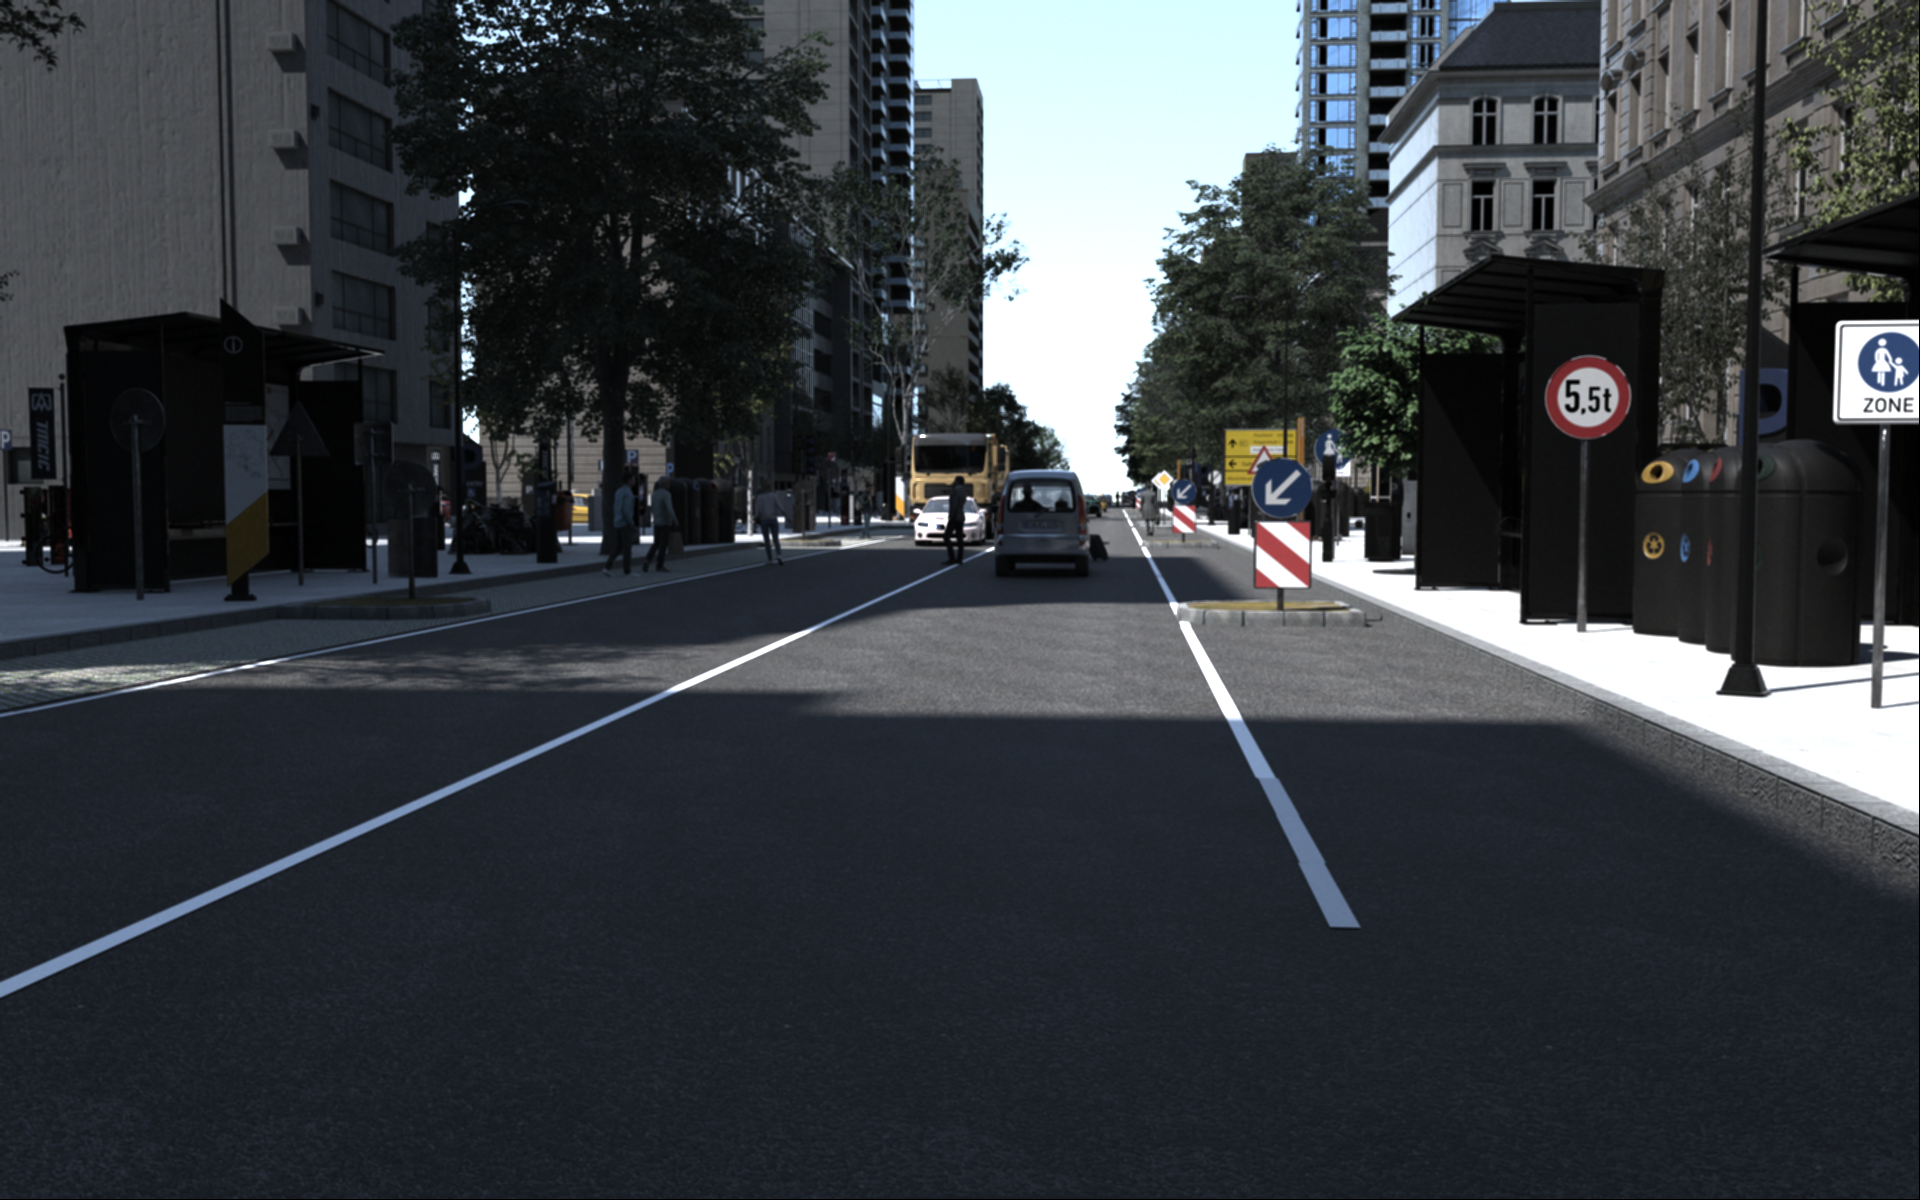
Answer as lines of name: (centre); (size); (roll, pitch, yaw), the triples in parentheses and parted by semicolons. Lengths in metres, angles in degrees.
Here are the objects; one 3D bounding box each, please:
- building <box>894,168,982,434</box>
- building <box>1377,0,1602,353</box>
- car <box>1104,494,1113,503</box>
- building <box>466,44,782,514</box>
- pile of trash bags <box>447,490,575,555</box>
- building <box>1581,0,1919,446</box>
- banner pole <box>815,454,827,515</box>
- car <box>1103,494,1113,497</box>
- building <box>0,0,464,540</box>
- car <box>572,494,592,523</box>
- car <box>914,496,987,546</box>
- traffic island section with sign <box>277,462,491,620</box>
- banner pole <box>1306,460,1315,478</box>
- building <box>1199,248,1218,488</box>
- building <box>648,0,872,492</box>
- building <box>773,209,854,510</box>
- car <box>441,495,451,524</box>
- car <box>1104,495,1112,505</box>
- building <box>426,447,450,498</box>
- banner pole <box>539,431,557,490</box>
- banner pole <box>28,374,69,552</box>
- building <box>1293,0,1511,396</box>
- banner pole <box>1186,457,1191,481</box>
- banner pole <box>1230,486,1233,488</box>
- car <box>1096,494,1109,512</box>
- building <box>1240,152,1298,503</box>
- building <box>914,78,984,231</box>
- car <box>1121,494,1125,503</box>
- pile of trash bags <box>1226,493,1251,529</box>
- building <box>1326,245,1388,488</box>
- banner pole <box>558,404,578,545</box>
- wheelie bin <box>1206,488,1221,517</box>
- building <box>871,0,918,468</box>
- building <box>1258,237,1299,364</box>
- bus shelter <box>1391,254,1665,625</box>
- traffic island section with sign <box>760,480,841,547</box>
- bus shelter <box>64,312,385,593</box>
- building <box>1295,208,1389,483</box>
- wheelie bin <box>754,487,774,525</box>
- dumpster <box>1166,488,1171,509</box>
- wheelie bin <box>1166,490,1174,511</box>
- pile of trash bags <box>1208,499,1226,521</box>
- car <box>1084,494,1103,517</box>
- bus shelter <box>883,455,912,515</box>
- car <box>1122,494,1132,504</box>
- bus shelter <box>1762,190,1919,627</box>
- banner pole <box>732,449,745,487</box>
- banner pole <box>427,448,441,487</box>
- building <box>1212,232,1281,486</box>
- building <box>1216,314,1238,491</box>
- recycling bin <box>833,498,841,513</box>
building: (-8.506, -38.980, 261.029); (21.300, 48.544, 21.600); (0, 4, 5)
building: (46.209, -19.412, 93.796); (44.131, 29.872, 17.030); (0, 4, 5)
car: (24.810, -17.211, 291.618); (2.015, 1.641, 3.980); (0, 4, 6)
building: (-19.096, -18.764, 104.056); (12.463, 27.353, 25.104); (0, 4, 5)
pile of trash bags: (-9.614, -1.742, 38.236); (1.912, 1.369, 3.447); (1, 4, 21)
building: (25.758, -15.162, 45.169); (12.463, 27.353, 25.104); (0, 4, 5)
banner pole: (-8.684, -7.190, 107.571); (0.863, 3.779, 0.401); (0, 4, -3)
car: (25.577, -17.861, 301.067); (2.155, 1.783, 4.494); (0, 4, 5)
building: (-23.935, -17.272, 54.093); (14.107, 30.474, 14.160); (0, 4, 5)
car: (-16.679, -4.116, 77.512); (3.980, 1.641, 2.015); (0, 4, 7)
car: (-0.242, -2.265, 49.392); (2.083, 1.381, 4.827); (0, 4, 3)
traffic island section with sign: (-6.707, -0.729, 20.554); (1.989, 1.847, 2.006); (0, 4, 5)
banner pole: (24.611, -8.042, 121.497); (0.863, 3.779, 0.401); (0, 4, 7)
building: (49.092, -39.940, 303.133); (14.600, 45.320, 14.200); (0, 4, 5)
building: (-17.014, -44.497, 165.777); (20.563, 71.187, 20.611); (0, 4, 5)
building: (-17.243, -19.116, 131.611); (14.314, 24.678, 30.058); (0, 4, 5)
car: (-24.772, -4.195, 77.635); (4.494, 1.783, 2.155); (0, 4, 6)
car: (18.582, -12.936, 223.859); (2.083, 1.381, 4.827); (0, 4, 3)
building: (-41.156, -17.210, 99.412); (19.932, 24.808, 12.078); (0, 4, 5)
banner pole: (-14.087, -4.246, 59.445); (0.863, 3.779, 0.401); (1, 4, 15)
banner pole: (-18.875, -2.813, 36.013); (0.863, 3.779, 0.401); (-1, 4, -21)
building: (41.859, -52.489, 170.868); (22.319, 86.520, 31.000); (0, 4, 5)
banner pole: (13.734, -6.870, 102.345); (0.863, 3.779, 0.401); (1, 4, 16)
banner pole: (18.875, -8.053, 121.689); (0.401, 3.779, 0.863); (-3, 4, -38)
car: (10.775, -7.769, 137.240); (2.015, 1.641, 3.980); (0, 4, 5)
building: (40.898, -32.166, 209.506); (14.154, 41.232, 14.086); (0, 4, 5)
building: (-4.211, -52.911, 303.348); (20.563, 71.187, 20.611); (0, 4, 5)
car: (26.593, -16.283, 276.014); (2.009, 1.686, 4.222); (0, 4, 6)
pile of trash bags: (11.950, -3.341, 64.375); (3.447, 1.369, 1.912); (2, 4, 29)
building: (31.703, -15.768, 122.426); (10.561, 19.102, 19.286); (0, 4, 5)
banner pole: (-9.828, -3.286, 43.741); (0.401, 3.779, 0.863); (0, 4, -2)
wheelie bin: (14.241, -5.430, 96.685); (0.980, 1.594, 0.693); (-1, 4, -22)
building: (-15.589, -53.767, 191.758); (22.319, 86.520, 31.000); (0, 4, 5)
building: (40.304, -25.909, 195.319); (14.160, 30.474, 14.107); (0, 4, 5)
bus shelter: (6.322, -1.757, 20.005); (1.731, 3.624, 6.357); (0, 4, 5)
traffic island section with sign: (-4.305, -2.372, 47.403); (1.989, 1.847, 2.006); (0, 4, 5)
bus shelter: (-10.555, -2.094, 25.518); (1.731, 3.624, 6.357); (0, 4, 5)
building: (33.450, -19.138, 141.792); (11.050, 23.489, 19.941); (0, 4, 5)
wheelie bin: (-8.241, -3.979, 72.964); (0.980, 1.594, 0.693); (1, 4, 18)
dumpster: (18.062, -8.590, 146.204); (1.264, 1.857, 1.865); (0, 4, 5)
wheelie bin: (16.169, -7.597, 132.119); (0.980, 1.594, 0.693); (-1, 4, -11)
pile of trash bags: (13.728, -4.470, 82.829); (3.447, 1.369, 1.912); (-1, 4, -16)
car: (7.833, -5.850, 107.437); (2.131, 1.459, 4.920); (0, 4, 3)
bus shelter: (-3.535, -7.116, 107.626); (1.731, 3.624, 6.357); (0, 4, 5)
car: (23.511, -14.165, 241.388); (2.009, 1.686, 4.222); (0, 4, 5)
bus shelter: (8.315, -1.383, 13.890); (1.731, 3.624, 6.357); (0, 4, 5)
banner pole: (-12.352, -6.550, 97.108); (0.863, 3.779, 0.401); (-1, 4, -9)
banner pole: (-26.276, -5.892, 86.355); (0.863, 3.779, 0.401); (0, 4, 4)
building: (51.943, -38.316, 281.098); (22.147, 44.769, 28.867); (0, 4, 5)
building: (45.497, -29.834, 259.489); (14.160, 30.474, 14.107); (0, 4, 5)
recycling bin: (-7.978, -6.254, 114.813); (0.722, 1.027, 0.722); (-1, 4, -18)
